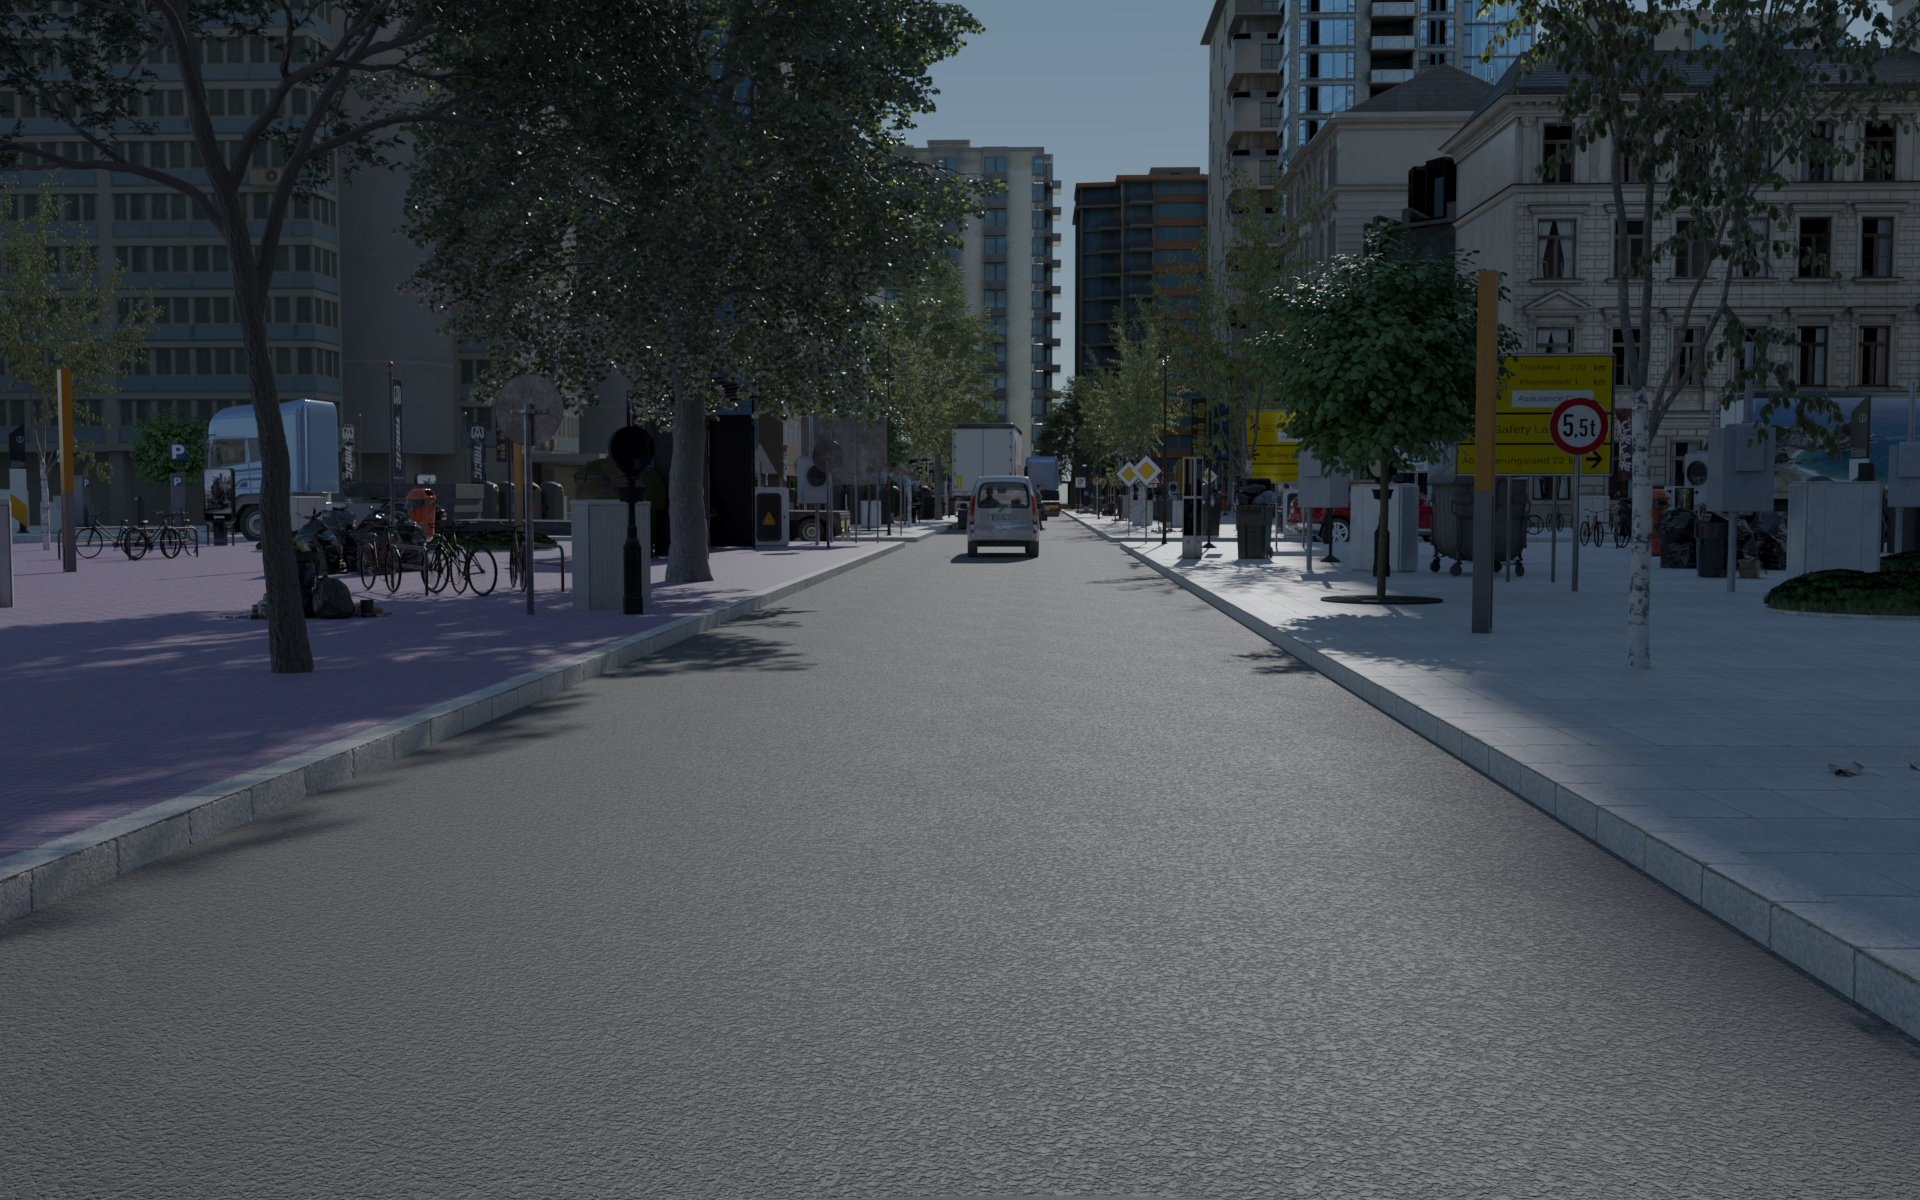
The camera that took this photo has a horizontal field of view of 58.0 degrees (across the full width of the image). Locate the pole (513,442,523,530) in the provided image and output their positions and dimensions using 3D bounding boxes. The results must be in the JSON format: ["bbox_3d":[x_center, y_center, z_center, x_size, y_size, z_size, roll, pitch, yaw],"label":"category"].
[{"bbox_3d":[-10.524,-2.900,41.255,0.158,3.312,0.155,0,3,0],"label":"pole"}]

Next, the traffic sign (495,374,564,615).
[{"bbox_3d":[-4.575,-1.117,18.372,0.768,2.556,0.104,1,4,9],"label":"traffic sign"}]

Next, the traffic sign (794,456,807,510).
[{"bbox_3d":[-5.024,-3.433,56.232,0.768,2.556,0.104,0,4,7],"label":"traffic sign"}]

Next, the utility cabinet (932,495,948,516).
[{"bbox_3d":[-1.157,-5.610,102.881,1.020,1.237,0.306,1,4,17],"label":"utility cabinet"}]

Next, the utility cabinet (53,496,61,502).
[{"bbox_3d":[-32.386,-3.141,62.521,1.020,1.237,0.306,3,5,43],"label":"utility cabinet"}]

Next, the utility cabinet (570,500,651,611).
[{"bbox_3d":[-3.920,-0.512,19.527,0.306,1.237,1.020,2,4,31],"label":"utility cabinet"}]

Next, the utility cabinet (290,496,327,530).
[{"bbox_3d":[-17.138,-2.106,45.593,0.306,1.237,1.020,2,4,24],"label":"utility cabinet"}]

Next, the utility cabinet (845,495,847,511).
[{"bbox_3d":[-8.022,-6.821,122.678,0.306,1.237,1.020,3,5,39],"label":"utility cabinet"}]

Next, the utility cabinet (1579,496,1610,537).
[{"bbox_3d":[19.000,-2.507,52.154,0.306,1.237,1.020,-3,5,-40],"label":"utility cabinet"}]

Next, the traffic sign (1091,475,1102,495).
[{"bbox_3d":[9.352,-7.222,118.182,0.768,2.556,0.104,1,4,10],"label":"traffic sign"}]

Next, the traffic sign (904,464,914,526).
[{"bbox_3d":[-2.241,-4.311,70.598,0.768,2.556,0.104,0,4,4],"label":"traffic sign"}]

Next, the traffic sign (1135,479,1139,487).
[{"bbox_3d":[12.444,-7.227,119.346,0.795,2.450,0.064,1,4,9],"label":"traffic sign"}]

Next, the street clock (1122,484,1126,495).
[{"bbox_3d":[10.516,-6.417,109.481,0.471,2.002,0.358,-1,4,-20],"label":"street clock"}]

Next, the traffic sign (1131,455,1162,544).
[{"bbox_3d":[4.802,-2.510,44.682,0.795,2.450,0.064,0,4,2],"label":"traffic sign"}]

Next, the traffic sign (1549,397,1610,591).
[{"bbox_3d":[8.109,-1.386,22.764,0.768,2.556,0.104,0,4,7],"label":"traffic sign"}]

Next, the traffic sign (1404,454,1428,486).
[{"bbox_3d":[8.817,-1.919,33.502,0.606,2.300,0.079,1,4,11],"label":"traffic sign"}]

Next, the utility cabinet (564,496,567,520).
[{"bbox_3d":[-15.361,-3.351,65.956,1.020,1.237,0.306,3,5,43],"label":"utility cabinet"}]

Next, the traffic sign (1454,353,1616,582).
[{"bbox_3d":[8.296,-1.909,25.079,2.265,3.308,0.079,0,4,3],"label":"traffic sign"}]

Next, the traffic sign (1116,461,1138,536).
[{"bbox_3d":[5.137,-2.998,52.660,0.795,2.450,0.064,0,4,2],"label":"traffic sign"}]

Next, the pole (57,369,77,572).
[{"bbox_3d":[-14.653,-2.114,28.414,0.158,3.312,0.155,0,3,0],"label":"pole"}]

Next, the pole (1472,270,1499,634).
[{"bbox_3d":[4.828,-1.350,15.917,0.158,3.312,0.155,0,3,0],"label":"pole"}]

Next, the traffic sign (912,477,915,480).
[{"bbox_3d":[-2.681,-5.515,90.175,0.884,2.594,0.081,0,4,7],"label":"traffic sign"}]

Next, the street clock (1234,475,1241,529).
[{"bbox_3d":[10.336,-3.649,64.233,0.358,2.002,0.471,0,4,3],"label":"street clock"}]

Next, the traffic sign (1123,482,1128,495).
[{"bbox_3d":[9.248,-5.867,96.025,0.768,2.556,0.104,1,4,9],"label":"traffic sign"}]

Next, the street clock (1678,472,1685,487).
[{"bbox_3d":[24.108,-3.242,57.583,0.471,2.002,0.358,2,4,27],"label":"street clock"}]

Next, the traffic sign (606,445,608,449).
[{"bbox_3d":[-7.373,-2.305,37.796,0.768,2.556,0.104,1,4,11],"label":"traffic sign"}]

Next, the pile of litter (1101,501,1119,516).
[{"bbox_3d":[8.938,-5.285,100.367,1.719,0.858,1.176,-1,4,-13],"label":"pile of litter"}]

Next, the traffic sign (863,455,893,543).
[{"bbox_3d":[-2.135,-2.529,44.993,0.795,2.450,0.064,0,4,2],"label":"traffic sign"}]

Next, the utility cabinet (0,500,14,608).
[{"bbox_3d":[-11.256,-0.510,19.503,1.020,1.237,0.306,-2,4,-26],"label":"utility cabinet"}]

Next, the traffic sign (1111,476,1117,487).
[{"bbox_3d":[10.860,-7.416,121.349,0.768,2.556,0.104,1,4,10],"label":"traffic sign"}]

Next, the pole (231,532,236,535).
[{"bbox_3d":[-22.883,-3.707,54.456,0.158,3.312,0.155,0,3,0],"label":"pole"}]

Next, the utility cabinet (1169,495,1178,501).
[{"bbox_3d":[11.059,-4.958,92.228,1.020,1.237,0.306,0,4,1],"label":"utility cabinet"}]

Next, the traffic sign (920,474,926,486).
[{"bbox_3d":[-2.467,-6.645,108.759,0.768,2.556,0.104,0,4,5],"label":"traffic sign"}]

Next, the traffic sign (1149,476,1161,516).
[{"bbox_3d":[10.419,-5.710,93.369,0.884,2.594,0.081,0,4,4],"label":"traffic sign"}]

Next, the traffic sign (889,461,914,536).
[{"bbox_3d":[-1.800,-3.017,52.971,0.795,2.450,0.064,0,4,2],"label":"traffic sign"}]

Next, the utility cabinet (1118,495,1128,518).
[{"bbox_3d":[8.826,-4.951,92.112,0.306,1.237,1.020,-2,4,-28],"label":"utility cabinet"}]

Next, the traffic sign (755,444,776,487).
[{"bbox_3d":[-5.162,-2.729,44.615,0.884,2.594,0.081,1,4,9],"label":"traffic sign"}]

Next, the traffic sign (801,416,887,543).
[{"bbox_3d":[-3.054,-3.157,45.483,2.265,3.308,0.079,0,4,4],"label":"traffic sign"}]

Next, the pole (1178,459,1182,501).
[{"bbox_3d":[12.776,-6.521,100.454,0.158,3.312,0.155,0,3,0],"label":"pole"}]

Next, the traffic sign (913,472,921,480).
[{"bbox_3d":[-2.584,-6.050,99.023,0.768,2.556,0.104,1,4,12],"label":"traffic sign"}]

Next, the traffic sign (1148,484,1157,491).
[{"bbox_3d":[12.217,-6.604,110.112,0.606,2.300,0.079,1,4,9],"label":"traffic sign"}]

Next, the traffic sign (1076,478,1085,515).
[{"bbox_3d":[7.435,-6.414,107.001,0.606,2.300,0.079,0,4,3],"label":"traffic sign"}]

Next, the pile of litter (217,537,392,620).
[{"bbox_3d":[-6.876,-0.257,18.165,1.719,0.858,1.176,1,4,16],"label":"pile of litter"}]

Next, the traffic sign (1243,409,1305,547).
[{"bbox_3d":[7.951,-2.921,41.626,2.265,3.308,0.079,0,4,6],"label":"traffic sign"}]

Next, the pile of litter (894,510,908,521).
[{"bbox_3d":[-2.694,-4.159,81.964,1.176,0.858,1.719,1,4,18],"label":"pile of litter"}]

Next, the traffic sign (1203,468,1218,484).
[{"bbox_3d":[10.739,-4.510,74.922,0.795,2.450,0.064,1,4,11],"label":"traffic sign"}]

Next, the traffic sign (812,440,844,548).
[{"bbox_3d":[-3.116,-2.494,40.880,0.768,2.556,0.104,0,4,5],"label":"traffic sign"}]
